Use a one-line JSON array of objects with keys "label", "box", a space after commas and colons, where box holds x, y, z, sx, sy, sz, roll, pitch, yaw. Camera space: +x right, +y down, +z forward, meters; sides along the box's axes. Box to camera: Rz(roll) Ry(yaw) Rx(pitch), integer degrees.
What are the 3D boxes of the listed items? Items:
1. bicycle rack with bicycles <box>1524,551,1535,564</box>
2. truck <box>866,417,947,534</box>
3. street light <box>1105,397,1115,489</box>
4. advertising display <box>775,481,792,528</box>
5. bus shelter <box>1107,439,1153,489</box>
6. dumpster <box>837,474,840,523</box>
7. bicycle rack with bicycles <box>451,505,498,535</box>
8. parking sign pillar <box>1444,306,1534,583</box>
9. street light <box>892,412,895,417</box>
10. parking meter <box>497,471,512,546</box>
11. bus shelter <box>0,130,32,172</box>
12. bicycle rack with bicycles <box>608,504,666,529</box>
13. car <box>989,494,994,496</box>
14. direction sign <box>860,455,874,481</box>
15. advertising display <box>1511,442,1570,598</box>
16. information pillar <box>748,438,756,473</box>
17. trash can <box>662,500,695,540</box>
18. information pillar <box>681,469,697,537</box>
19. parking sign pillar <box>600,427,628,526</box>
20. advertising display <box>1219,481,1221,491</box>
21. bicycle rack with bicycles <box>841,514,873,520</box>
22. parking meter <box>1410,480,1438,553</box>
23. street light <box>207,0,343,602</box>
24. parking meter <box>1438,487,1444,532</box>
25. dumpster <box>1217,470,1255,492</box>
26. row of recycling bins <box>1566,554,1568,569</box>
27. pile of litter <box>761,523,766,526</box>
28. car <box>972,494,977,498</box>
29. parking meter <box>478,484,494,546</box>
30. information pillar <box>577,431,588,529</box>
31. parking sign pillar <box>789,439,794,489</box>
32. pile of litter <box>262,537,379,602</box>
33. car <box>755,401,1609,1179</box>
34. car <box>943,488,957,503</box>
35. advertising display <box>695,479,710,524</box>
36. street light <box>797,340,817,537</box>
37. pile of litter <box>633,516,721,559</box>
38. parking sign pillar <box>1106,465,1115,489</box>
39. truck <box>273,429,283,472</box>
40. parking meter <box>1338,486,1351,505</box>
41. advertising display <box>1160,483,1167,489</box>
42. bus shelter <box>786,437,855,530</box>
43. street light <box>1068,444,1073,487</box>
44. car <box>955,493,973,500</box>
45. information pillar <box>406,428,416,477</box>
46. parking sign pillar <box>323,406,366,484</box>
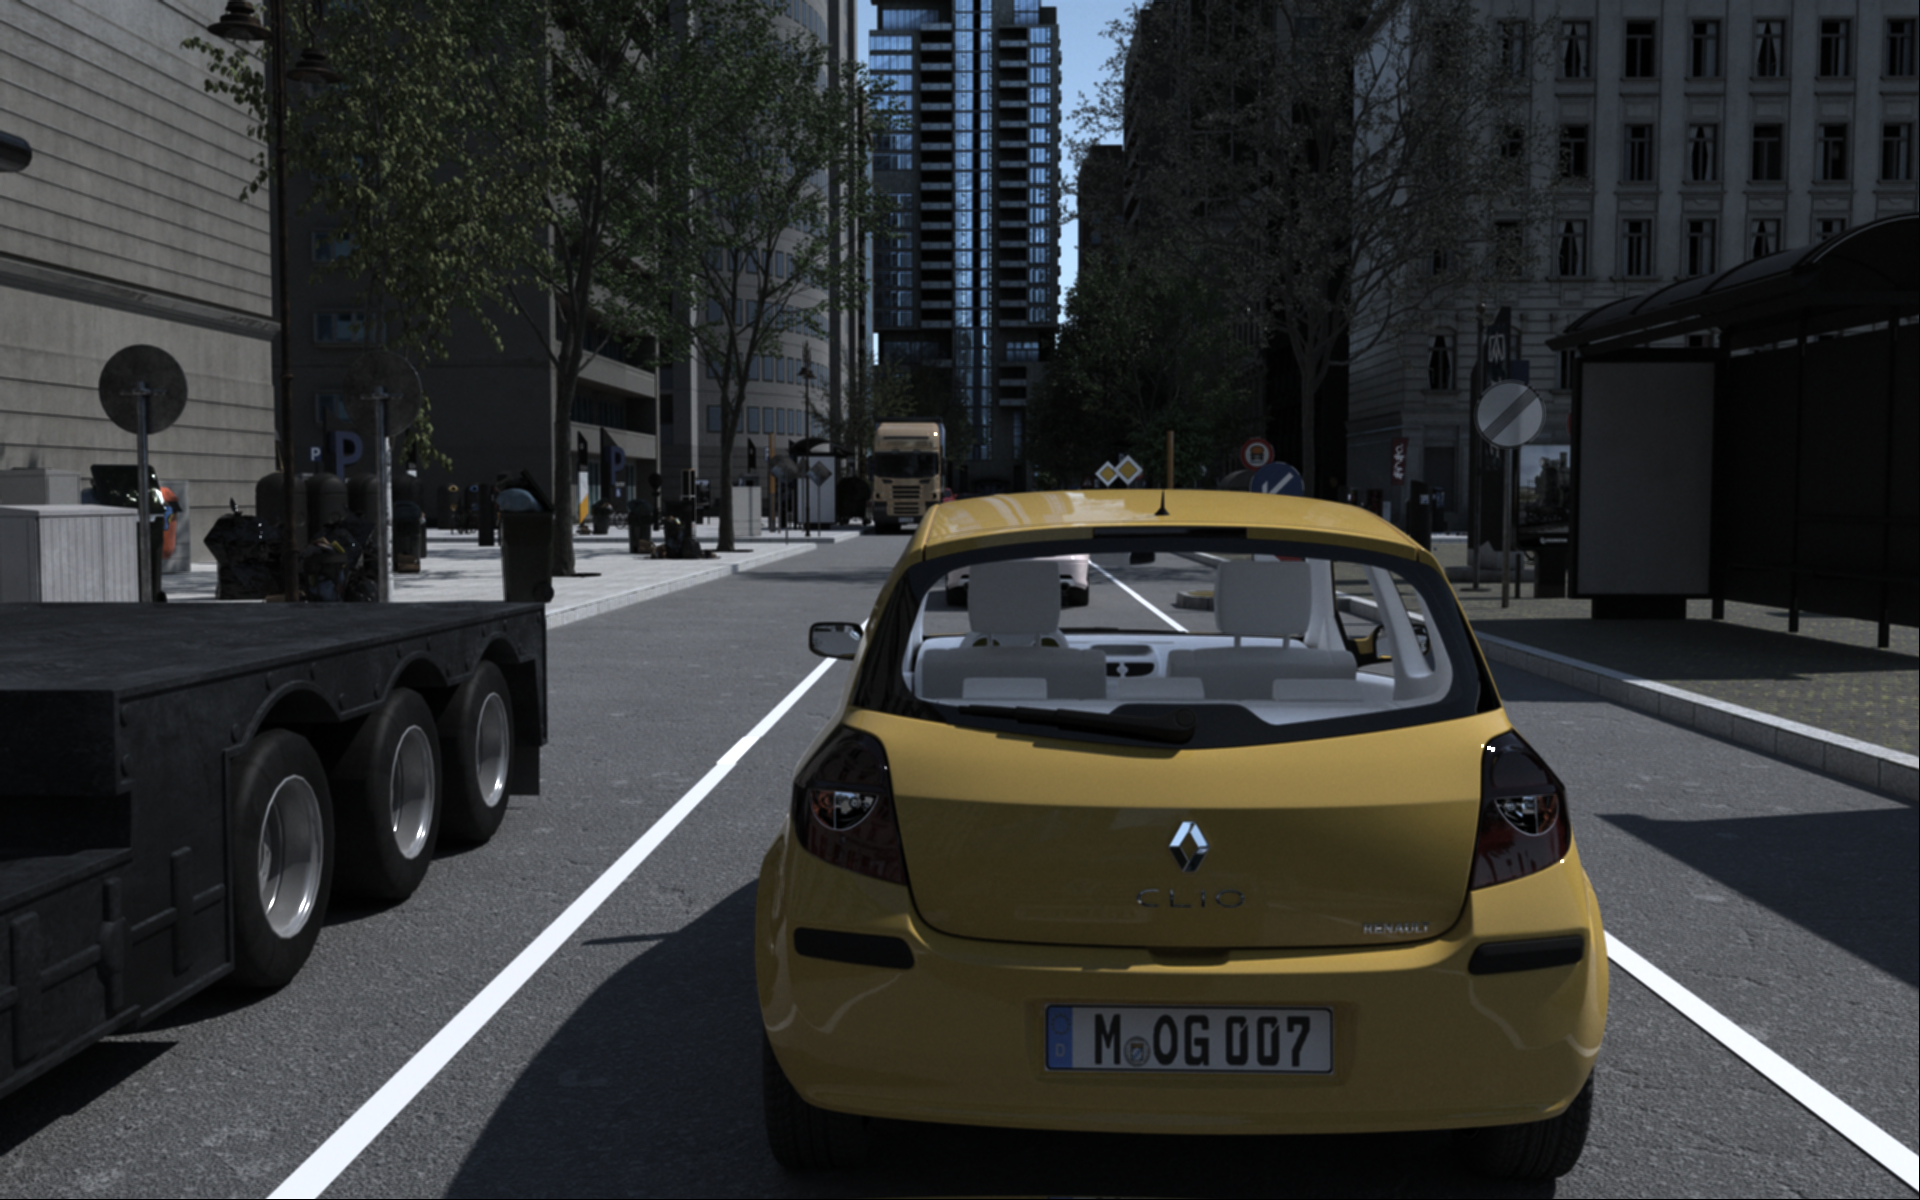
[{"label": "bicycle rack with bicycles", "box": [10.992, -1.142, 32.048, 2.925, 0.926, 2.852, 1, 4, 16]}, {"label": "truck", "box": [-1.850, -4.662, 65.142, 2.839, 4.237, 11.283, 0, 4, 0]}, {"label": "street light", "box": [7.091, -6.695, 82.251, 0.468, 5.910, 1.993, 0, 4, 1]}, {"label": "advertising display", "box": [-6.794, -3.735, 66.283, 0.123, 1.923, 0.974, 3, 4, 37]}, {"label": "bus shelter", "box": [7.613, -5.251, 77.137, 1.731, 3.624, 6.357, 0, 4, 1]}, {"label": "dumpster", "box": [-5.841, -4.523, 76.445, 1.502, 2.255, 1.985, 0, 4, 1]}, {"label": "bicycle rack with bicycles", "box": [-15.302, -2.590, 55.722, 2.852, 0.926, 2.925, 1, 4, 14]}, {"label": "parking sign pillar", "box": [7.946, -2.272, 25.617, 1.447, 3.967, 1.447, 0, 4, -2]}, {"label": "street light", "box": [-3.711, -7.595, 96.968, 0.468, 5.910, 1.993, 0, 4, 1]}, {"label": "parking meter", "box": [-11.245, -2.270, 42.831, 0.255, 1.863, 0.399, 1, 4, 10]}, {"label": "bus shelter", "box": [-6.583, -1.721, 5.766, 2.179, 5.291, 8.768, 0, 4, 1]}, {"label": "bicycle rack with bicycles", "box": [-11.789, -3.117, 64.352, 2.925, 0.926, 2.852, 3, 4, 37]}, {"label": "car", "box": [3.459, -9.787, 170.240, 2.015, 1.641, 3.980, 0, 4, 1]}, {"label": "direction sign", "box": [-5.440, -6.707, 101.657, 0.876, 3.537, 0.379, 1, 4, 19]}, {"label": "advertising display", "box": [7.287, -0.987, 21.347, 0.974, 1.923, 0.123, 0, 4, -8]}, {"label": "information pillar", "box": [-8.710, -4.962, 72.482, 0.183, 3.616, 0.504, 2, 4, 26]}, {"label": "trash can", "box": [-6.573, -1.763, 40.480, 0.748, 1.137, 0.748, 0, 3, 0]}, {"label": "information pillar", "box": [-8.074, -2.878, 51.555, 0.304, 2.012, 0.304, 2, 4, 26]}, {"label": "parking sign pillar", "box": [-14.083, -5.014, 70.443, 1.447, 3.967, 1.447, 1, 4, 21]}, {"label": "advertising display", "box": [13.515, -5.023, 87.344, 0.974, 1.923, 0.123, 0, 4, 7]}, {"label": "bicycle rack with bicycles", "box": [-5.174, -4.296, 83.622, 2.925, 0.926, 2.852, 0, 4, -6]}, {"label": "parking meter", "box": [8.294, -1.393, 31.184, 0.372, 1.533, 0.369, 0, 3, 0]}, {"label": "street light", "box": [-5.487, -2.525, 14.072, 0.468, 5.910, 1.993, 0, 4, 1]}, {"label": "parking meter", "box": [16.000, -3.031, 57.960, 0.372, 1.533, 0.369, 0, 3, 0]}, {"label": "dumpster", "box": [6.925, -2.193, 41.619, 1.264, 1.857, 1.865, 0, 4, 1]}, {"label": "row of recycling bins", "box": [11.303, -1.311, 28.547, 1.069, 1.692, 3.534, -1, 4, -23]}, {"label": "pile of litter", "box": [-8.575, -3.444, 70.272, 1.176, 0.858, 1.719, -2, 4, -32]}, {"label": "car", "box": [1.293, -10.518, 183.978, 2.014, 1.417, 4.499, 0, 4, 1]}, {"label": "parking meter", "box": [-11.689, -2.097, 42.704, 0.372, 1.533, 0.369, 0, 3, 0]}, {"label": "information pillar", "box": [-14.062, -4.477, 64.560, 0.183, 3.616, 0.504, 2, 4, 26]}, {"label": "parking sign pillar", "box": [-7.718, -5.890, 84.766, 1.447, 3.967, 1.447, 0, 4, -4]}, {"label": "pile of litter", "box": [-6.589, -0.225, 17.643, 1.719, 0.858, 1.176, -2, 4, -25]}, {"label": "car", "box": [0.491, 0.315, 5.078, 2.015, 1.641, 3.980, 0, 4, 2]}, {"label": "car", "box": [-1.275, -5.836, 104.094, 2.281, 1.827, 5.304, 0, 4, 2]}, {"label": "advertising display", "box": [-11.125, -4.188, 73.687, 0.974, 1.923, 0.123, -1, 4, -15]}, {"label": "street light", "box": [-4.599, -4.855, 52.162, 0.468, 5.910, 1.993, 0, 4, 1]}, {"label": "pile of litter", "box": [-5.638, -1.255, 34.489, 1.719, 0.858, 1.176, 2, 4, 26]}, {"label": "parking sign pillar", "box": [8.970, -6.960, 102.269, 1.447, 3.967, 1.447, 1, 4, 11]}, {"label": "truck", "box": [-23.134, -3.200, 48.240, 9.791, 3.379, 3.469, 0, 4, 0]}, {"label": "parking meter", "box": [11.488, -2.654, 51.808, 0.372, 1.533, 0.369, 0, 3, 0]}, {"label": "advertising display", "box": [10.178, -4.824, 84.087, 0.974, 1.923, 0.123, 3, 4, 36]}, {"label": "bus shelter", "box": [-5.124, -4.304, 64.289, 2.014, 3.302, 5.546, 0, 4, 1]}, {"label": "street light", "box": [8.079, -9.400, 126.473, 0.468, 5.910, 1.993, 0, 4, 1]}, {"label": "car", "box": [0.346, -8.035, 140.405, 2.155, 1.783, 4.494, 0, 4, 0]}, {"label": "information pillar", "box": [-19.130, -4.222, 60.381, 0.183, 3.616, 0.504, 1, 4, 17]}, {"label": "parking sign pillar", "box": [-19.099, -3.995, 53.796, 1.447, 3.967, 1.447, 2, 4, 28]}]
